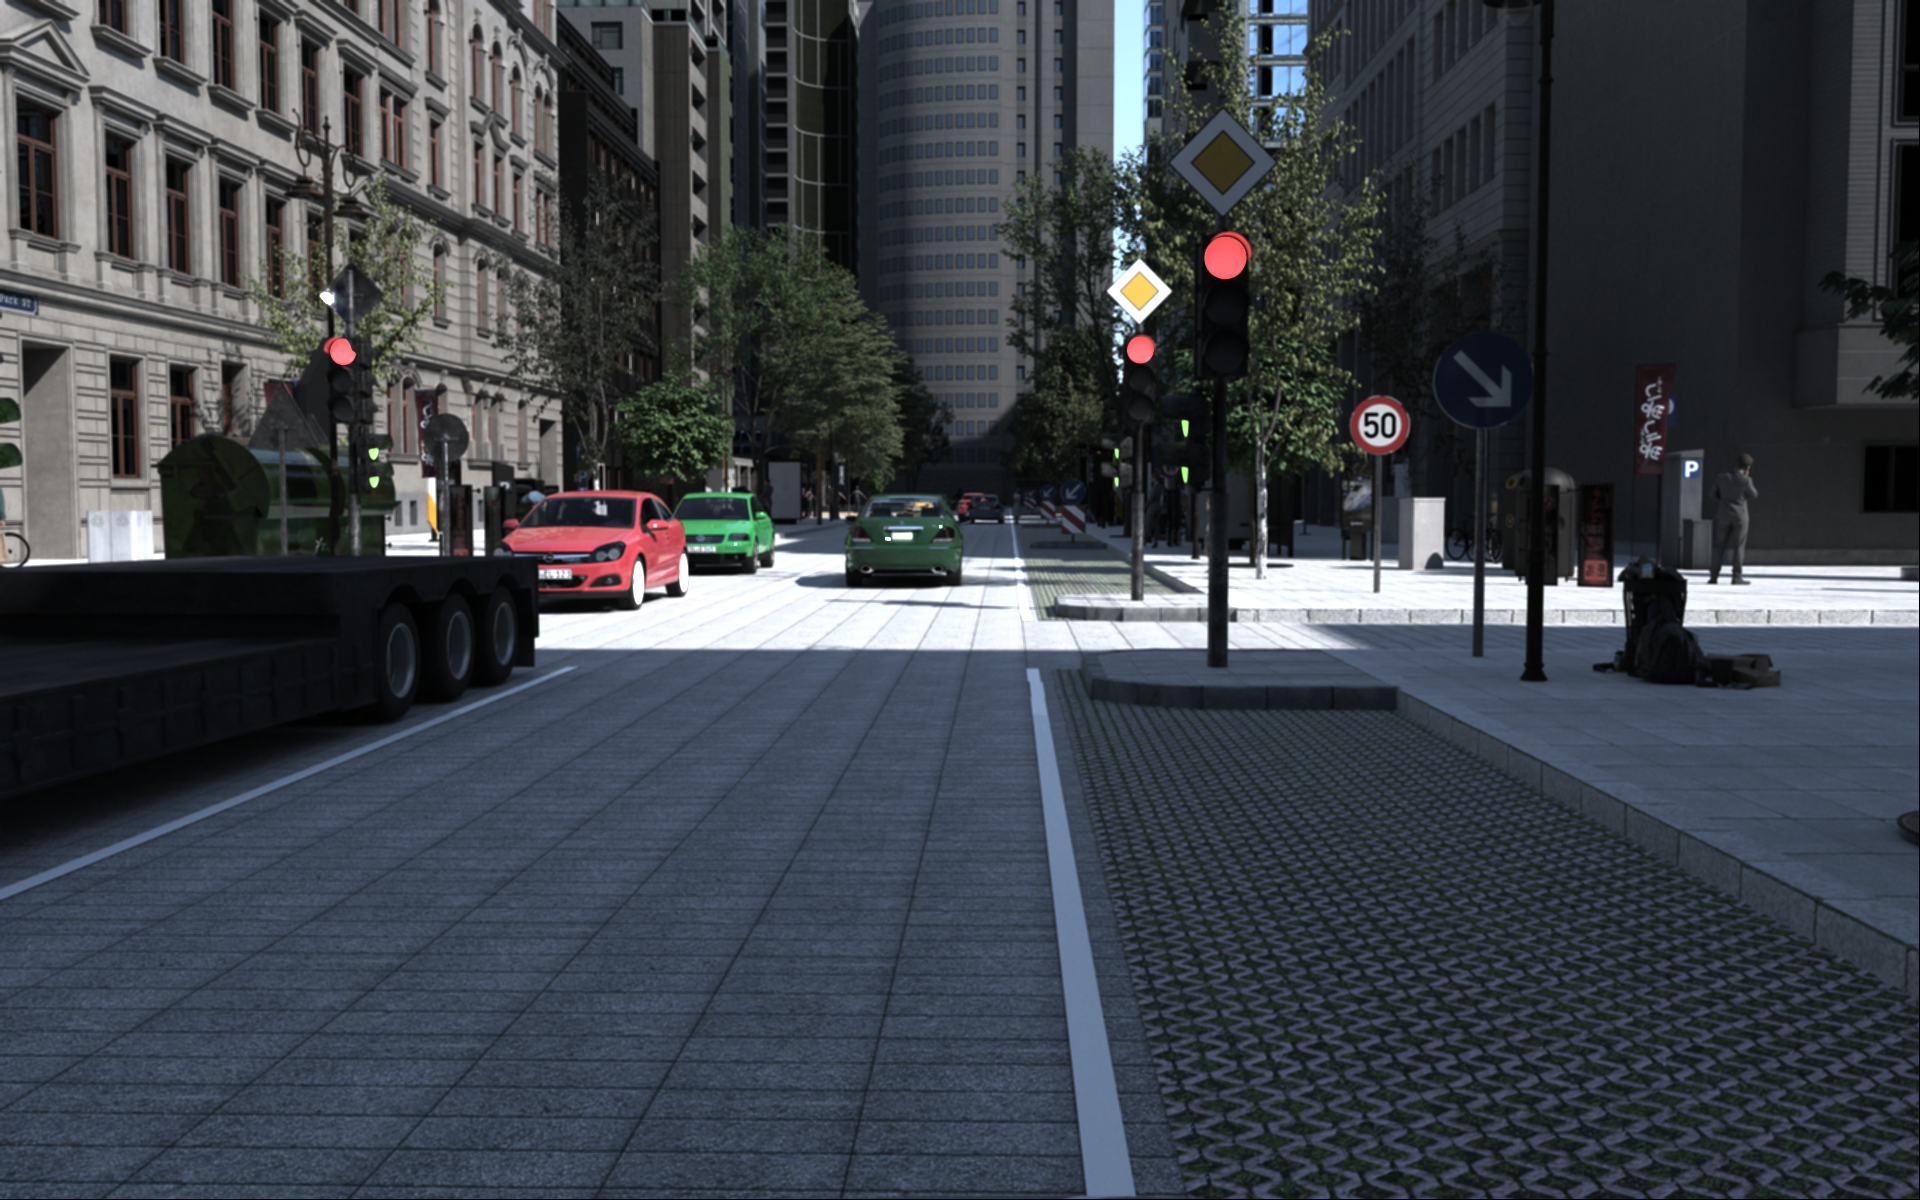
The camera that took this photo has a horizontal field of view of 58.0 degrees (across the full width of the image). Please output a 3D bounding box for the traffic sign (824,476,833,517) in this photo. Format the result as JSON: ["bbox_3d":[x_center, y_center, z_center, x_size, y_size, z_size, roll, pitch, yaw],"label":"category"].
[{"bbox_3d":[-7.204,-5.718,95.627,0.606,2.300,0.079,0,4,6],"label":"traffic sign"}]

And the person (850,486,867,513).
[{"bbox_3d":[-6.859,-6.693,115.554,1.350,1.814,0.705,2,4,24],"label":"person"}]

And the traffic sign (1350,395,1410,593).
[{"bbox_3d":[5.430,-1.369,22.485,0.768,2.556,0.104,0,4,4],"label":"traffic sign"}]

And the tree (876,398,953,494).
[{"bbox_3d":[-4.601,-13.764,159.454,8.767,10.594,7.601,1,4,11],"label":"tree"}]

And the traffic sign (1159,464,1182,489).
[{"bbox_3d":[6.886,-3.456,56.605,0.768,2.556,0.104,0,4,2],"label":"traffic sign"}]

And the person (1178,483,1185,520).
[{"bbox_3d":[10.571,-4.684,82.900,0.678,1.792,0.850,2,4,34],"label":"person"}]

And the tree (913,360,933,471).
[{"bbox_3d":[-5.571,-12.534,123.054,7.486,12.596,7.792,0,3,0],"label":"tree"}]

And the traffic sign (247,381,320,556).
[{"bbox_3d":[-7.806,-1.222,19.980,0.884,2.594,0.081,0,4,6],"label":"traffic sign"}]

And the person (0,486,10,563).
[{"bbox_3d":[-13.021,-1.045,23.120,0.794,1.824,0.713,-1,4,-21],"label":"person"}]

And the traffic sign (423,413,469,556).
[{"bbox_3d":[-8.129,-1.669,27.397,0.768,2.556,0.104,1,4,9],"label":"traffic sign"}]

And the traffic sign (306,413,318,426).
[{"bbox_3d":[-10.399,-1.698,27.771,0.884,2.594,0.081,0,4,4],"label":"traffic sign"}]

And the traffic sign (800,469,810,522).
[{"bbox_3d":[-7.431,-4.929,80.598,0.884,2.594,0.081,0,4,7],"label":"traffic sign"}]

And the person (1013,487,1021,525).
[{"bbox_3d":[2.709,-4.350,80.197,0.524,1.755,0.480,2,4,34],"label":"person"}]

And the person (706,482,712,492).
[{"bbox_3d":[-11.362,-4.365,77.261,0.661,1.843,0.795,0,4,-5],"label":"person"}]

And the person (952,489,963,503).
[{"bbox_3d":[0.002,-7.930,137.782,1.348,1.869,0.705,-1,4,-10],"label":"person"}]

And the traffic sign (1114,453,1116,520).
[{"bbox_3d":[7.442,-5.660,86.419,2.265,3.308,0.079,0,4,7],"label":"traffic sign"}]

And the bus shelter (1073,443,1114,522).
[{"bbox_3d":[6.350,-5.572,82.382,1.731,3.624,6.357,0,4,1],"label":"bus shelter"}]

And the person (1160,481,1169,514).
[{"bbox_3d":[7.575,-3.540,64.269,0.623,1.781,0.721,3,5,40],"label":"person"}]

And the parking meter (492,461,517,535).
[{"bbox_3d":[-8.124,-1.541,30.899,0.399,1.863,0.255,-2,4,-24],"label":"parking meter"}]

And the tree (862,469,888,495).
[{"bbox_3d":[-5.245,-7.097,110.633,1.663,3.219,1.824,0,3,0],"label":"tree"}]

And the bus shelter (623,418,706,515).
[{"bbox_3d":[-8.819,-3.779,53.073,1.731,3.624,6.357,0,4,2],"label":"bus shelter"}]

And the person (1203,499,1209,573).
[{"bbox_3d":[4.160,-1.042,28.098,0.382,1.210,0.505,-1,4,-14],"label":"person"}]

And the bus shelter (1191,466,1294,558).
[{"bbox_3d":[6.033,-2.656,37.343,2.014,3.302,5.546,0,4,2],"label":"bus shelter"}]

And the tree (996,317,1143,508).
[{"bbox_3d":[7.577,-11.941,112.240,9.611,12.733,9.660,0,3,0],"label":"tree"}]

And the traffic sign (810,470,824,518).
[{"bbox_3d":[-7.756,-5.718,93.603,0.768,2.556,0.104,1,4,10],"label":"traffic sign"}]

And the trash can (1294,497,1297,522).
[{"bbox_3d":[14.586,-3.995,76.967,0.748,1.137,0.748,0,3,0],"label":"trash can"}]

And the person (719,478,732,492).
[{"bbox_3d":[-7.107,-2.881,53.353,0.583,1.804,0.606,2,4,26],"label":"person"}]

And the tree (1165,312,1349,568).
[{"bbox_3d":[5.266,-2.872,30.670,4.285,4.588,4.351,0,3,0],"label":"tree"}]

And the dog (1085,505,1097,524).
[{"bbox_3d":[5.743,-3.708,75.002,0.800,0.831,0.513,1,4,13],"label":"dog"}]

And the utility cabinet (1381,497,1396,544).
[{"bbox_3d":[11.205,-2.034,44.410,1.020,1.237,0.306,3,4,37],"label":"utility cabinet"}]

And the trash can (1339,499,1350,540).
[{"bbox_3d":[11.020,-2.262,48.644,0.748,1.137,0.748,0,3,0],"label":"trash can"}]

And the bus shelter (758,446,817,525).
[{"bbox_3d":[-7.337,-4.962,75.059,2.014,3.302,5.546,0,4,1],"label":"bus shelter"}]

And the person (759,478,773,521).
[{"bbox_3d":[-7.050,-3.476,62.683,0.447,1.846,0.655,2,4,25],"label":"person"}]

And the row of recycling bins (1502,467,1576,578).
[{"bbox_3d":[9.453,-1.291,28.218,1.069,1.692,3.534,1,4,14],"label":"row of recycling bins"}]

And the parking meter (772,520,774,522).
[{"bbox_3d":[-8.400,-4.310,78.883,0.372,1.533,0.369,0,3,0],"label":"parking meter"}]

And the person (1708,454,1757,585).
[{"bbox_3d":[10.985,-1.149,24.630,0.655,1.846,0.447,3,5,44],"label":"person"}]

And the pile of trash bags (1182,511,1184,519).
[{"bbox_3d":[12.044,-4.876,89.477,1.912,1.369,3.447,0,4,5],"label":"pile of trash bags"}]

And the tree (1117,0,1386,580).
[{"bbox_3d":[4.457,-4.600,25.568,4.737,8.622,4.395,0,3,0],"label":"tree"}]

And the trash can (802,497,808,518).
[{"bbox_3d":[-8.344,-4.863,91.159,0.748,1.137,0.748,0,3,0],"label":"trash can"}]

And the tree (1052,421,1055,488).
[{"bbox_3d":[6.051,-6.664,59.317,4.737,8.622,4.395,0,3,0],"label":"tree"}]

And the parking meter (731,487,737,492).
[{"bbox_3d":[-8.071,-3.236,61.321,0.372,1.533,0.369,0,3,0],"label":"parking meter"}]

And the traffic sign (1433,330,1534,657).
[{"bbox_3d":[4.090,-0.825,13.599,0.768,2.556,0.104,1,4,10],"label":"traffic sign"}]

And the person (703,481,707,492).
[{"bbox_3d":[-10.228,-3.846,69.017,0.778,1.811,0.616,-3,4,-36],"label":"person"}]

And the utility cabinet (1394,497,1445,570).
[{"bbox_3d":[7.872,-1.125,29.559,1.020,1.237,0.306,-3,5,-44],"label":"utility cabinet"}]

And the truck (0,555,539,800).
[{"bbox_3d":[-5.002,-0.896,4.403,2.967,4.110,18.799,0,4,3],"label":"truck"}]

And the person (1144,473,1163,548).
[{"bbox_3d":[4.522,-2.136,41.247,0.573,1.790,0.520,1,4,16],"label":"person"}]

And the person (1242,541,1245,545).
[{"bbox_3d":[7.363,-2.312,43.751,0.836,1.842,0.656,3,5,41],"label":"person"}]
